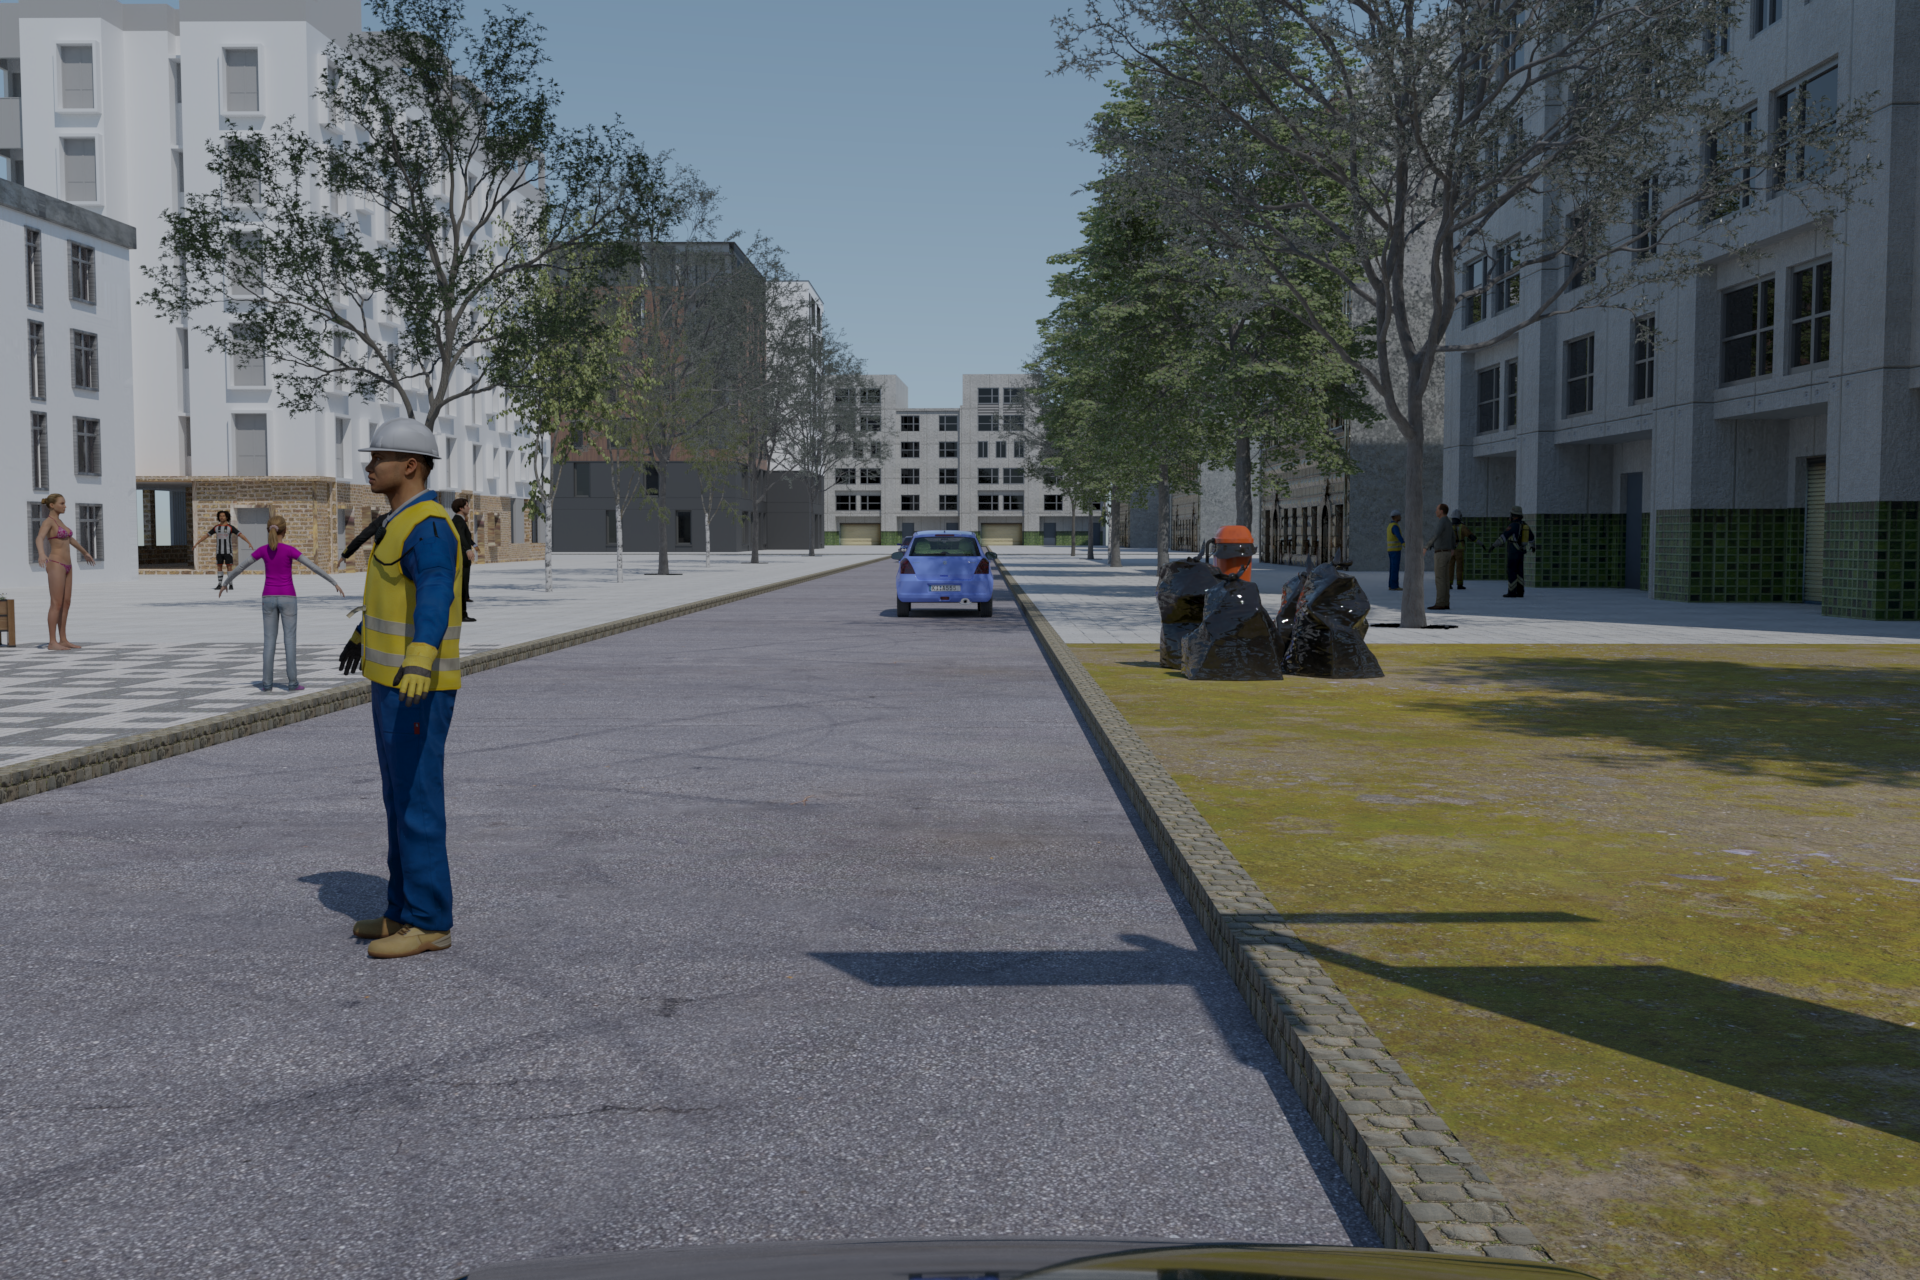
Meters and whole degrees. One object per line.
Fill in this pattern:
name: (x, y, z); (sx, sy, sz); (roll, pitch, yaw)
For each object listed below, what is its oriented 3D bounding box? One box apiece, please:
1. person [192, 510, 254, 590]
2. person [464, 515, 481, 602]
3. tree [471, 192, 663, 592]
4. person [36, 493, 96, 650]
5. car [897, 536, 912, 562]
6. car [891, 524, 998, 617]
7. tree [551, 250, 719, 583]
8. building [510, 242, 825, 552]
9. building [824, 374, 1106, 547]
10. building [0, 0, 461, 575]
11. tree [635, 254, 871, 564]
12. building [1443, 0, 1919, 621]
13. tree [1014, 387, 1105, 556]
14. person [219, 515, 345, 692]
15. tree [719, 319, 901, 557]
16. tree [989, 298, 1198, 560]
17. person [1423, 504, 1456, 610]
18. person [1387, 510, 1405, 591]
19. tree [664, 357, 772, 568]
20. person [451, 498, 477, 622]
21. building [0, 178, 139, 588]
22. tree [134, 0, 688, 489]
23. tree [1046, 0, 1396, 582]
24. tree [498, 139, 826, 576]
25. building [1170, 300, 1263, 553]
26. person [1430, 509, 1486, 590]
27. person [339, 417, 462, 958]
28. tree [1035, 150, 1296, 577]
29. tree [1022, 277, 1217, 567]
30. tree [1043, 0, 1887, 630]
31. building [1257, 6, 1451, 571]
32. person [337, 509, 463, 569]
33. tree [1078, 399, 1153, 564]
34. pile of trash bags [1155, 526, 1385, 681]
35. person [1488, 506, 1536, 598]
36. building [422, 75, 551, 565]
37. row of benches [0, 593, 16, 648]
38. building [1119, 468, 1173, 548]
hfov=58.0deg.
person: (-16.920, -2.059, 39.810); (1.345, 1.843, 0.704); (0, 4, -7)
person: (-9.310, -1.593, 32.759); (0.721, 1.740, 1.216); (-2, 4, -33)
tree: (-8.943, -5.375, 38.250); (4.737, 8.622, 4.395); (0, 3, 0)
person: (-9.939, -0.762, 19.254); (0.721, 1.733, 1.217); (0, 4, -3)
car: (-2.239, -4.657, 88.727); (1.945, 1.354, 3.894); (0, 4, 1)
car: (-0.281, -1.321, 31.188); (1.945, 1.707, 3.694); (0, 4, -1)
tree: (-9.119, -5.808, 45.325); (4.360, 8.622, 3.978); (0, 3, 0)
building: (-26.116, -17.960, 137.614); (27.936, 21.610, 32.646); (0, 4, 0)
building: (0.700, -20.149, 198.355); (31.486, 18.905, 16.747); (0, 4, 3)
building: (-24.960, -12.208, 56.025); (16.016, 20.090, 11.380); (0, 4, 0)
tree: (-8.765, -10.060, 74.848); (12.009, 13.543, 11.850); (0, 3, 0)
building: (21.982, -10.204, 33.286); (16.747, 18.905, 31.486); (0, 4, 1)
tree: (6.778, -10.103, 99.591); (7.601, 10.594, 8.767); (-3, 5, -43)
person: (-5.551, -0.299, 14.162); (0.991, 1.433, 0.599); (0, 4, -7)
tree: (-8.444, -11.518, 98.693); (12.009, 13.543, 11.850); (0, 3, 0)
tree: (6.541, -10.798, 86.916); (12.009, 13.543, 11.850); (0, 3, 0)
person: (8.153, -1.413, 29.380); (0.705, 1.796, 1.348); (3, 4, 37)
person: (9.934, -2.046, 39.428); (0.705, 1.833, 1.349); (0, 4, 0)
tree: (-9.742, -7.086, 66.215); (4.360, 8.622, 3.978); (0, 3, 0)
person: (-7.268, -1.172, 25.353); (0.705, 1.806, 1.347); (-1, 4, -20)
building: (-23.388, -5.594, 33.614); (9.099, 9.664, 28.070); (0, 4, 0)
tree: (-9.069, -5.768, 28.715); (8.767, 10.594, 7.601); (-2, 4, -27)
tree: (5.406, -7.139, 34.851); (7.486, 12.596, 7.792); (0, 3, 0)
tree: (-9.345, -8.782, 53.957); (12.009, 13.543, 11.850); (0, 3, 0)
building: (25.648, -18.052, 126.072); (19.493, 23.208, 18.063); (0, 4, 1)
person: (11.507, -2.103, 40.145); (1.354, 1.858, 0.705); (3, 4, 37)
person: (-1.941, 0.148, 6.011); (0.705, 1.833, 1.349); (-2, 4, -27)
tree: (6.109, -8.149, 51.361); (7.486, 12.596, 7.792); (0, 3, 0)
tree: (6.163, -9.060, 66.254); (7.486, 12.596, 7.792); (0, 3, 0)
tree: (6.090, -6.898, 23.156); (12.009, 13.543, 11.850); (0, 3, 0)
building: (22.558, -14.476, 67.611); (19.493, 23.208, 18.063); (0, 4, 1)
person: (-6.271, -0.823, 19.389); (1.347, 1.837, 0.705); (-1, 4, -14)
tree: (6.591, -7.548, 73.768); (4.737, 8.622, 4.395); (0, 3, 0)
pile of trash bags: (2.838, -0.429, 16.768); (1.912, 1.369, 3.447); (0, 4, -1)
person: (11.213, -1.787, 34.996); (1.354, 1.856, 0.705); (-2, 4, -32)
building: (-25.378, -13.245, 72.970); (16.016, 20.090, 11.380); (0, 3, 0)
row of benches: (-12.259, -0.187, 18.521); (4.104, 0.672, 1.422); (-3, 5, -43)
building: (24.861, -20.608, 167.863); (19.493, 23.208, 18.063); (0, 4, 0)
